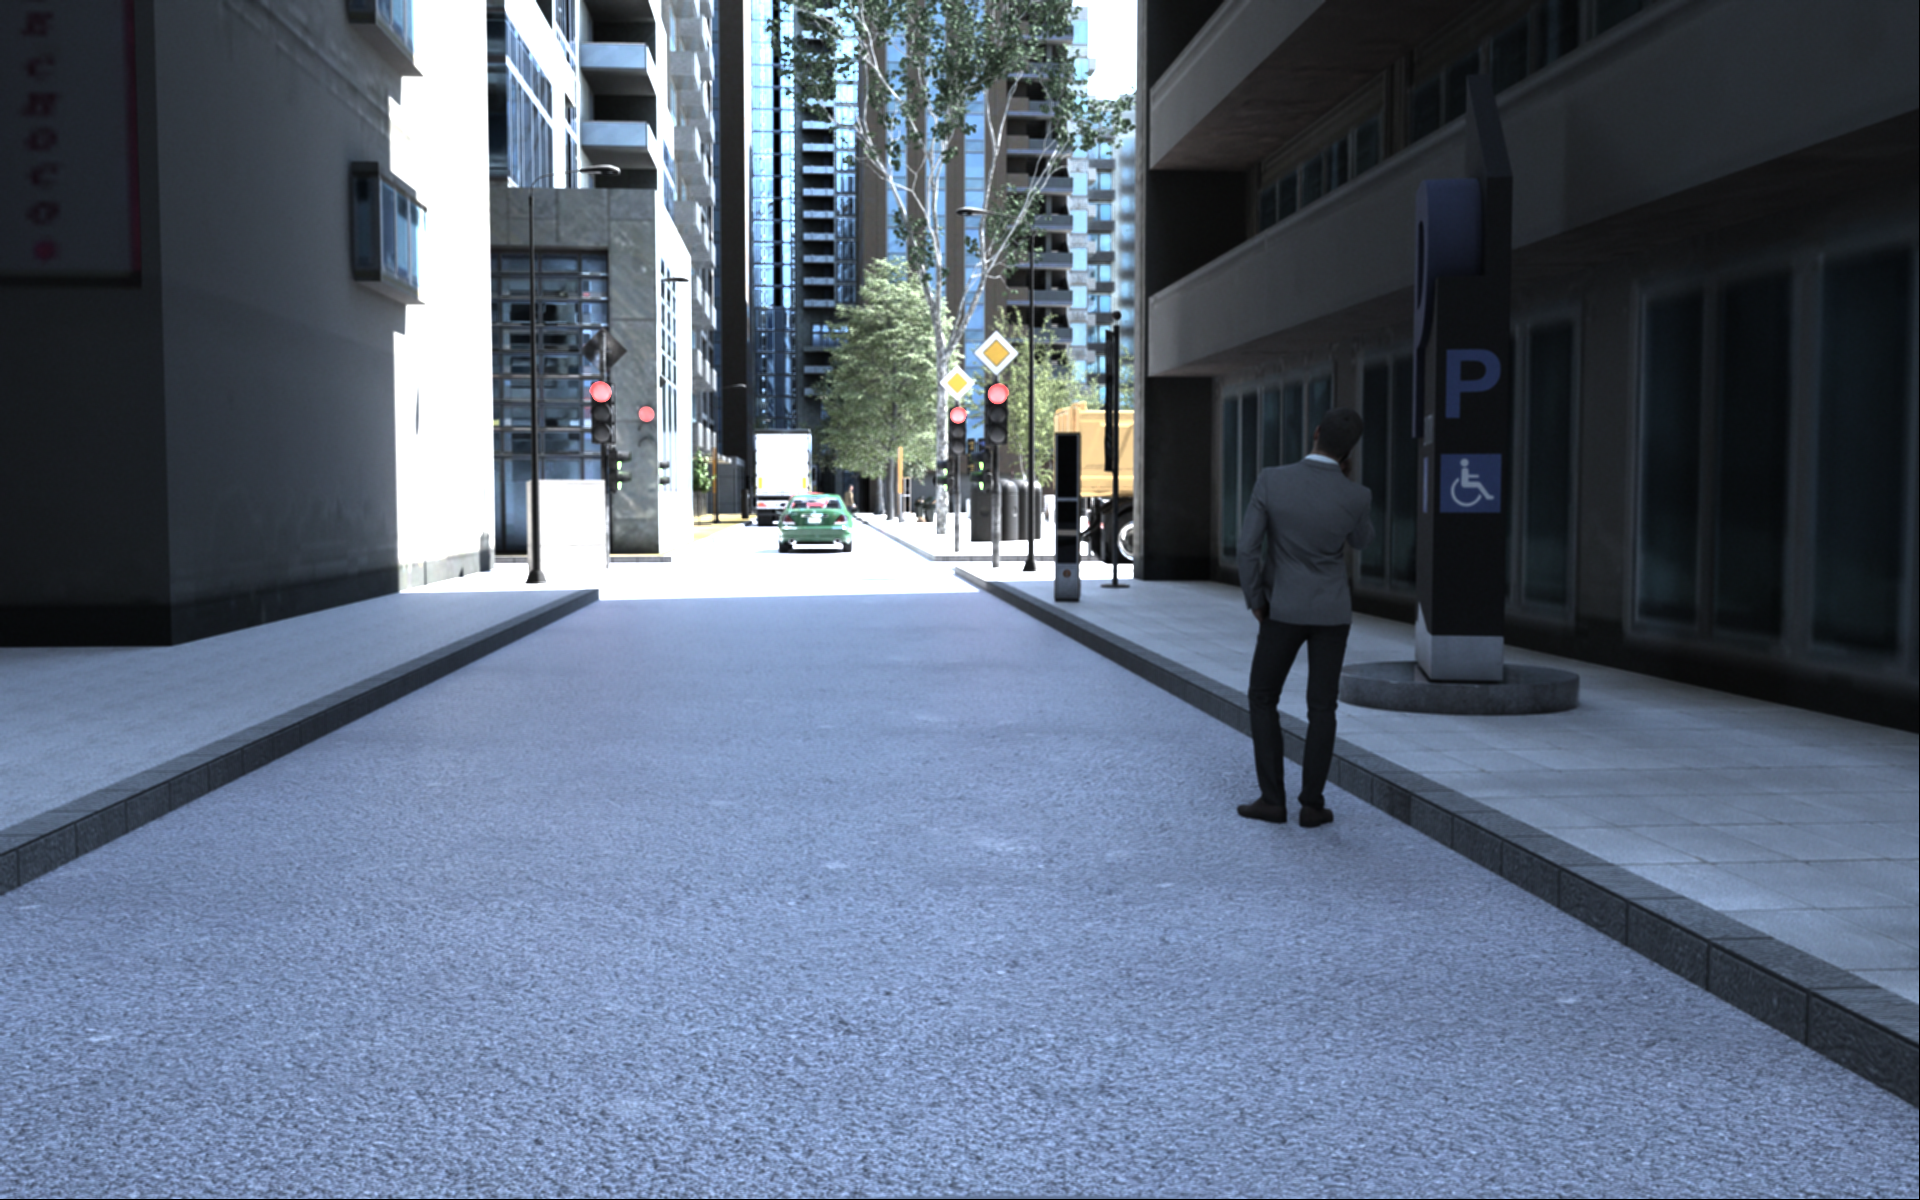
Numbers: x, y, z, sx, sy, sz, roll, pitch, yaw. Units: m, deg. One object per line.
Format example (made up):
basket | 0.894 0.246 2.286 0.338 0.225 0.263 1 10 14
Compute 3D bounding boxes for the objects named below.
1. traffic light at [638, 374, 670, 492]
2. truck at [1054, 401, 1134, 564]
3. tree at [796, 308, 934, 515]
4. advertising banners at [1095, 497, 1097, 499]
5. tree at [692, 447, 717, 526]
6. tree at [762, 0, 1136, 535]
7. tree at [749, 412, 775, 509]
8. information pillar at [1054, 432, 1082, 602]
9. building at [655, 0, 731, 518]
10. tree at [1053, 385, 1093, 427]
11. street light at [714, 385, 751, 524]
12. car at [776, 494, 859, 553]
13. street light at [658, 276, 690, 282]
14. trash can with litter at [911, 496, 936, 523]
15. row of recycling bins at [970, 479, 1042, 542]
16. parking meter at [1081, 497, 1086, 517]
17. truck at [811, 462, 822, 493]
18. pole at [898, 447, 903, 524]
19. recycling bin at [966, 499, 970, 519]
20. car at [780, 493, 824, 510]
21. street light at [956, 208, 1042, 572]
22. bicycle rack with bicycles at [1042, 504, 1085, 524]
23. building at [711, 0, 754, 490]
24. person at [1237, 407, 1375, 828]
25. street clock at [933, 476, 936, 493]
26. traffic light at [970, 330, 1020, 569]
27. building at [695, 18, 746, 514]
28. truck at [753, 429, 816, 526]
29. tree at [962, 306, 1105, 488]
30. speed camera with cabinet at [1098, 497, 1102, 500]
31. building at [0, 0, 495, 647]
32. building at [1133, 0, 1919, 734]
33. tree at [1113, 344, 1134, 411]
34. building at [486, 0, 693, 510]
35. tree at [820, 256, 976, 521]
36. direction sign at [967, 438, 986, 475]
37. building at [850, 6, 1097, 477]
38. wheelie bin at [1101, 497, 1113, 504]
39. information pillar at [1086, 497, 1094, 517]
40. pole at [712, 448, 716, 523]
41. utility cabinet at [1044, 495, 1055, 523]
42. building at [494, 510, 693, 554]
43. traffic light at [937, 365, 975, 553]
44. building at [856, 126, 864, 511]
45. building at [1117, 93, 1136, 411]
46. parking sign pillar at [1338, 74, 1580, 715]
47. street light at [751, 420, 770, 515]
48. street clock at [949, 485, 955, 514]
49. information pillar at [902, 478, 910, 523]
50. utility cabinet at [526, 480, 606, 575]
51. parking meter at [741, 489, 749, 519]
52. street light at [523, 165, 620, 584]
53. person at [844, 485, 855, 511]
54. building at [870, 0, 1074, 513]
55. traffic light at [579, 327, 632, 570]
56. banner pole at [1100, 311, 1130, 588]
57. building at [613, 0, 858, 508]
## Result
traffic light | -6.667 -2.951 37.163 0.839 4.253 0.868 0 4 -5
truck | 6.823 -2.311 33.703 9.791 3.379 3.469 0 4 -4
tree | -4.922 -11.514 105.264 9.611 12.733 9.660 0 3 0
advertising banners | 8.173 -6.530 102.951 0.090 3.025 2.074 3 4 36
tree | -10.373 -4.579 69.464 1.663 3.219 1.824 0 3 0
tree | 0.719 -12.057 53.029 12.611 20.169 13.585 0 3 0
tree | -18.796 -12.809 159.791 4.737 8.622 4.395 0 3 0
information pillar | 1.290 -0.992 20.713 0.304 2.012 0.304 0 4 7
building | -24.202 -28.668 88.322 23.786 49.044 30.456 0 4 -5
tree | 7.630 -9.862 111.606 4.360 8.622 3.978 0 3 0
street light | -9.799 -6.185 73.662 1.470 5.913 1.316 0 4 -5
car | -3.604 -1.947 43.637 2.131 1.459 4.920 0 4 -3
street light | -6.462 -3.947 37.072 1.470 5.913 1.316 0 4 -5
trash can with litter | -1.466 -3.951 75.985 0.624 1.170 1.055 3 5 40
row of recycling bins | 1.330 -2.464 47.391 1.069 1.692 3.534 2 4 26
parking meter | 7.029 -5.633 97.815 0.255 1.863 0.399 3 5 44
truck | -13.973 -10.253 156.555 2.839 4.237 11.283 0 4 -4
pole | -2.595 -4.961 74.949 0.158 3.312 0.155 0 3 0
recycling bin | 0.784 -4.631 88.265 0.722 1.027 0.722 2 4 28
car | -5.480 -3.296 62.922 2.155 1.783 4.494 0 4 -3
street light | 0.630 -3.410 28.294 1.470 5.913 1.316 0 4 -5
bicycle rack with bicycles | 4.530 -4.093 80.301 2.852 0.926 2.925 -1 4 -21
building | -23.840 -29.868 138.455 14.600 45.320 14.200 0 4 -5
person | 1.493 0.069 7.548 0.592 1.802 0.473 1 4 20
street clock | -0.745 -3.622 63.794 0.471 2.002 0.358 1 4 10
traffic light | 0.601 -2.499 29.785 0.839 4.253 0.868 0 4 -5
building | -25.587 -41.702 120.080 20.563 71.187 20.611 0 4 -5
truck | -8.113 -5.584 80.214 2.839 4.237 11.283 0 4 -5
tree | 2.360 -7.125 66.851 4.737 8.622 4.395 0 3 0
speed camera with cabinet | 6.406 -4.709 71.330 0.660 3.252 2.038 3 4 36
building | -17.476 -24.027 16.550 21.600 48.544 21.300 0 4 -5
building | 14.148 -23.962 15.481 21.300 48.544 21.600 0 4 -5
tree | 8.678 -7.981 80.849 4.737 8.622 4.395 0 3 0
building | -35.319 -52.638 173.301 31.000 86.520 22.319 0 4 -5
tree | -2.954 -10.083 82.989 7.486 12.596 7.792 0 3 0
direction sign | 0.676 -4.809 70.624 0.876 3.537 0.379 2 4 33
building | 0.977 -33.893 173.763 23.786 49.044 30.456 0 4 -5
wheelie bin | 5.567 -3.372 63.045 0.980 1.594 0.693 3 5 43
information pillar | 6.912 -5.355 92.053 0.304 2.012 0.304 2 4 27
pole | -10.827 -5.052 76.437 0.158 3.312 0.155 0 3 0
utility cabinet | 4.150 -4.011 76.745 0.306 1.237 1.020 3 5 41
building | -18.862 -45.025 48.837 22.319 86.520 31.000 0 4 -5
traffic light | -0.081 -2.986 37.741 0.839 4.253 0.868 0 4 -5
building | -1.198 -22.330 136.797 14.160 30.474 14.107 0 4 -5
building | 21.516 -36.116 210.108 30.456 49.044 23.786 0 4 -5
parking sign pillar | 3.075 -1.355 10.626 1.447 3.967 1.447 1 4 11
street light | -12.586 -8.322 108.610 1.470 5.913 1.316 0 4 -5
street clock | -0.597 -6.607 112.590 0.471 2.002 0.358 -1 4 -15
information pillar | -2.416 -4.459 77.397 0.304 2.012 0.304 -2 4 -30
utility cabinet | -6.199 -1.137 27.264 1.173 1.500 0.318 -2 4 -29
parking meter | -10.999 -4.908 88.652 0.372 1.533 0.369 0 3 0
street light | -5.507 -3.184 24.597 1.470 5.913 1.316 0 4 -5
person | -4.962 -4.240 77.742 0.656 1.842 0.836 1 4 20
building | -0.092 -28.878 122.260 14.600 45.320 14.200 0 4 -5
traffic light | -5.985 -2.464 29.207 0.839 4.253 0.868 0 4 -5
banner pole | 2.065 -2.051 23.552 0.401 3.779 0.863 1 4 19
building | -23.579 -54.540 204.395 31.000 86.520 22.319 0 4 -5
